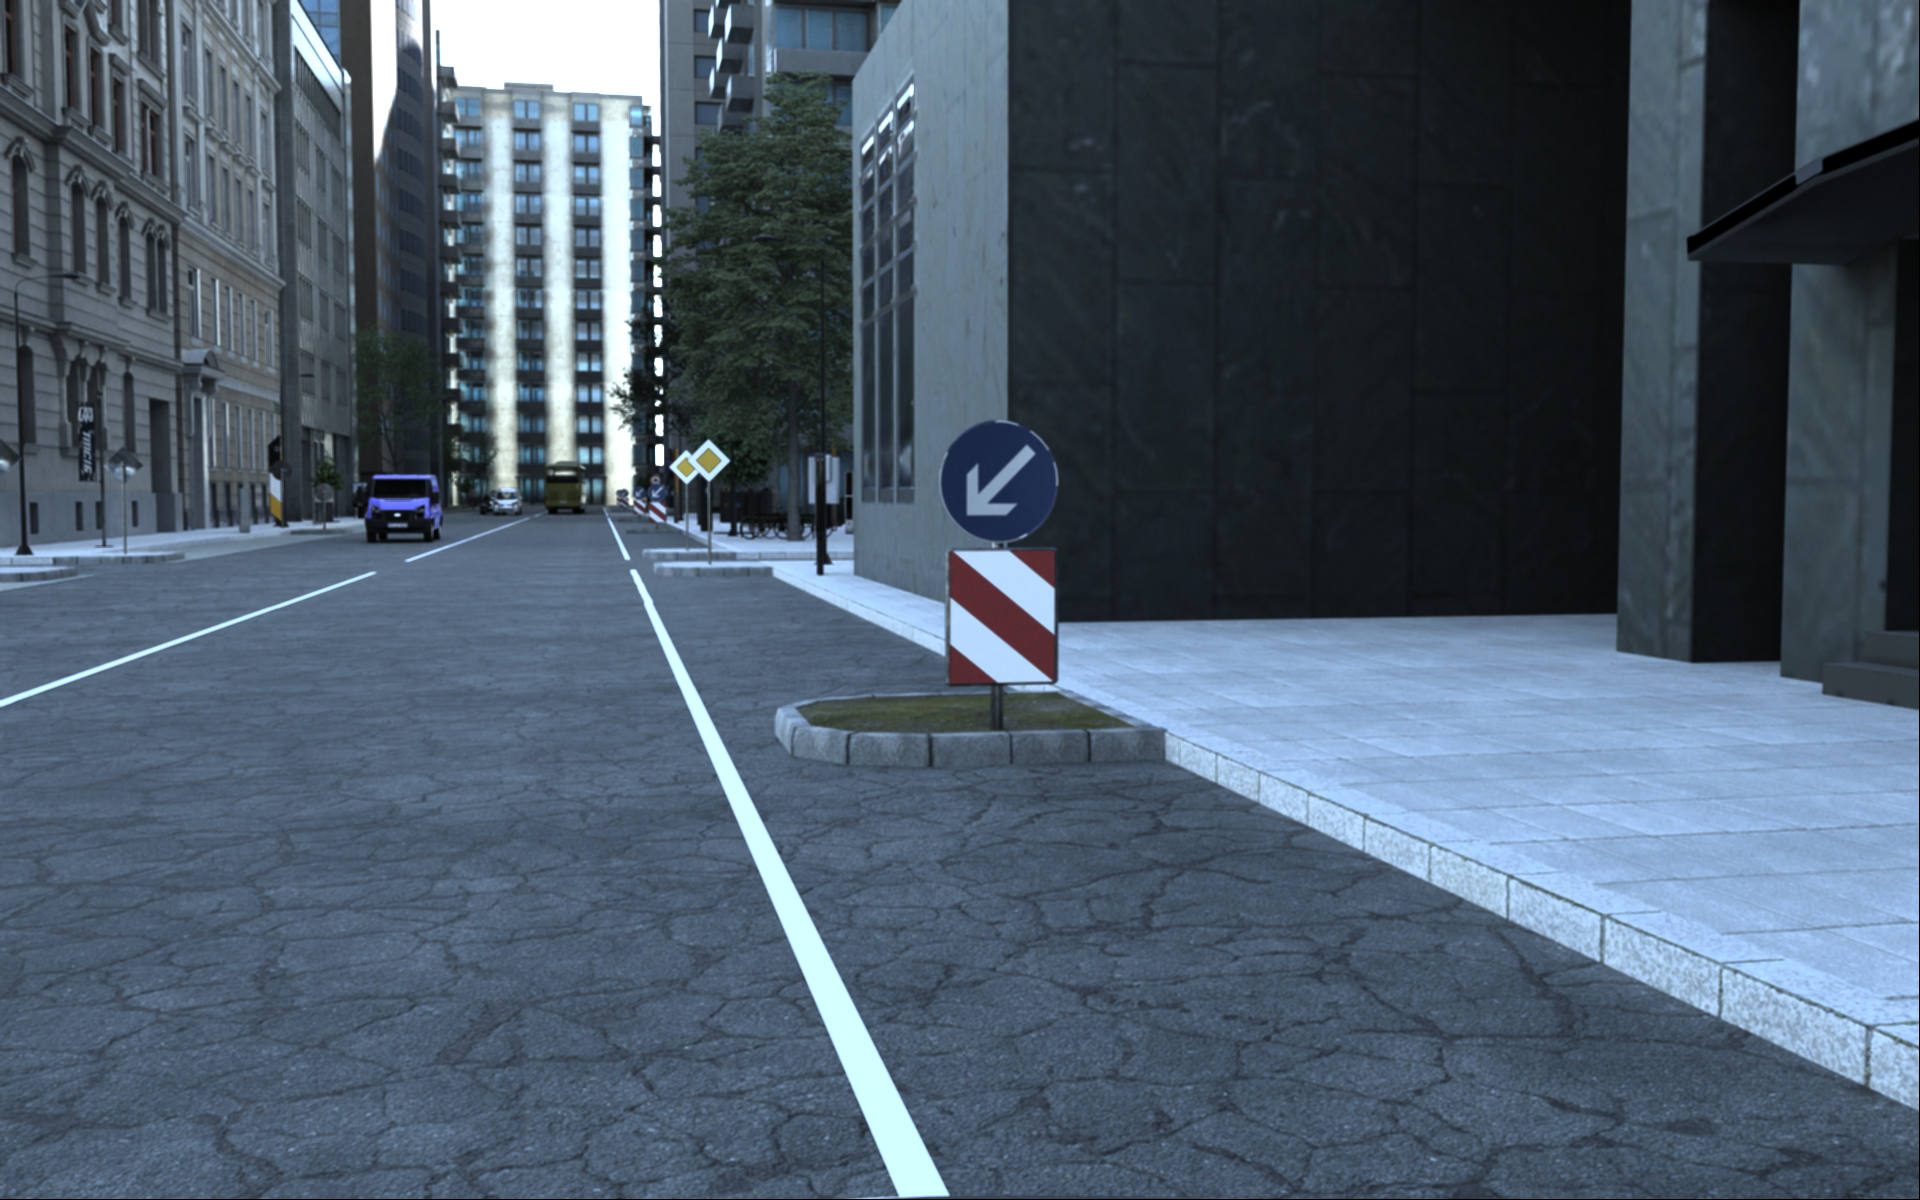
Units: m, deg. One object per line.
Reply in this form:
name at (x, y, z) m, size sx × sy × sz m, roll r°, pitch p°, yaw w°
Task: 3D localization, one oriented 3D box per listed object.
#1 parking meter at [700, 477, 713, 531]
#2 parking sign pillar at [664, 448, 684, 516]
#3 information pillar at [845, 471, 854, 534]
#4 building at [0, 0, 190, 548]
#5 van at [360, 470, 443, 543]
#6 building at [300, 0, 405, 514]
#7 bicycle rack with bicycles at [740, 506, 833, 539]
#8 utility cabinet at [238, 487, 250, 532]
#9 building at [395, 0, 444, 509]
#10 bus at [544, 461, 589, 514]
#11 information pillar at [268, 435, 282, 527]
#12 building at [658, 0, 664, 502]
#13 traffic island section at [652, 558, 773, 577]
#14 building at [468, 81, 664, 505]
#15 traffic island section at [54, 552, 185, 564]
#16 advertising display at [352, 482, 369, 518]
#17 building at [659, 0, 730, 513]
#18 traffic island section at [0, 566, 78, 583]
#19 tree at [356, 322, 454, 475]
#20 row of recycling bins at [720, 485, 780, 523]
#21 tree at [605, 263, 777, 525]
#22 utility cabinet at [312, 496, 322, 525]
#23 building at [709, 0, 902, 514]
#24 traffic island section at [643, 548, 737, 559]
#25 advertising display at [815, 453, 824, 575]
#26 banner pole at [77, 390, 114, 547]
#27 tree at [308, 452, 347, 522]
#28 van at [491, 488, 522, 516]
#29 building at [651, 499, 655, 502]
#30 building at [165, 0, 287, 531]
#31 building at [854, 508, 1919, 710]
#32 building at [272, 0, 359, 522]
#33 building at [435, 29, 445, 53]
parking meter at (-8.705, -3.292, 59.538) m, size 0.399 × 1.863 × 0.255 m, roll -2°, pitch 4°, yaw -32°
parking sign pillar at (-16.923, -6.903, 101.339) m, size 1.447 × 3.967 × 1.447 m, roll -1°, pitch 4°, yaw -22°
information pillar at (-3.496, -3.133, 55.713) m, size 0.304 × 2.012 × 0.304 m, roll 2°, pitch 4°, yaw 24°
building at (-30.330, -15.826, 46.147) m, size 14.401 × 28.519 × 23.554 m, roll -1°, pitch 4°, yaw -12°
van at (-17.001, -2.974, 53.015) m, size 2.240 × 2.365 × 5.245 m, roll -1°, pitch 4°, yaw -13°
building at (-45.112, -28.407, 114.566) m, size 14.600 × 45.320 × 14.200 m, roll -1°, pitch 4°, yaw -12°
bicycle rack with bicycles at (-5.139, -2.264, 50.407) m, size 2.925 × 0.926 × 2.852 m, roll -1°, pitch 4°, yaw -17°
utility cabinet at (-23.838, -2.996, 57.660) m, size 0.318 × 1.500 × 1.173 m, roll -2°, pitch 4°, yaw -25°
building at (-52.667, -36.226, 134.288) m, size 21.231 × 58.520 × 28.212 m, roll -1°, pitch 4°, yaw -12°
bus at (-29.247, -8.393, 128.774) m, size 2.896 × 3.916 × 12.252 m, roll -1°, pitch 4°, yaw -10°
information pillar at (-27.047, -4.714, 68.432) m, size 0.183 × 3.616 × 0.504 m, roll 3°, pitch 5°, yaw 40°
building at (-25.255, -47.059, 207.663) m, size 20.611 × 71.187 × 20.563 m, roll -1°, pitch 4°, yaw -12°
traffic island section at (-4.534, -0.565, 31.522) m, size 2.009 × 0.180 × 2.903 m, roll -1°, pitch 4°, yaw -12°
building at (-50.475, -35.755, 204.205) m, size 30.456 × 49.044 × 23.786 m, roll -1°, pitch 4°, yaw -12°
traffic island section at (-17.811, -0.895, 36.914) m, size 2.009 × 0.180 × 2.903 m, roll -1°, pitch 4°, yaw -12°
advertising display at (-31.496, -5.250, 91.053) m, size 0.974 × 1.923 × 0.123 m, roll 1°, pitch 4°, yaw 17°
building at (-11.872, -35.963, 130.001) m, size 21.231 × 58.520 × 28.212 m, roll -1°, pitch 4°, yaw -12°
traffic island section at (-16.174, -0.417, 29.098) m, size 2.009 × 0.180 × 2.903 m, roll -1°, pitch 4°, yaw -12°
tree at (-34.487, -10.995, 105.517) m, size 9.928 × 11.665 × 9.643 m, roll 0°, pitch 3°, yaw 0°
row of recycling bins at (-9.373, -4.288, 77.220) m, size 3.534 × 1.692 × 1.069 m, roll 3°, pitch 5°, yaw 40°
tree at (-10.966, -8.340, 70.777) m, size 7.601 × 10.594 × 8.767 m, roll -3°, pitch 4°, yaw -37°
utility cabinet at (-26.839, -3.739, 72.296) m, size 0.306 × 1.237 × 1.020 m, roll -2°, pitch 4°, yaw -26°
building at (-2.191, -29.146, 96.141) m, size 23.786 × 49.044 × 30.456 m, roll -1°, pitch 4°, yaw -12°
traffic island section at (-6.171, -1.043, 39.338) m, size 2.009 × 0.180 × 2.903 m, roll -1°, pitch 4°, yaw -12°
advertising display at (-2.244, -1.375, 27.702) m, size 0.123 × 1.923 × 0.974 m, roll 0°, pitch 4°, yaw -6°
banner pole at (-20.845, -3.159, 41.667) m, size 0.401 × 3.779 × 0.863 m, roll 2°, pitch 4°, yaw 26°
tree at (-28.875, -5.146, 78.744) m, size 1.663 × 3.219 × 1.824 m, roll 0°, pitch 3°, yaw 0°
van at (-30.441, -6.697, 116.501) m, size 2.013 × 2.044 × 4.112 m, roll -1°, pitch 4°, yaw -11°
building at (-15.430, -29.728, 177.933) m, size 32.217 × 40.220 × 23.993 m, roll -1°, pitch 4°, yaw -12°
building at (-34.964, -17.232, 67.650) m, size 13.634 × 28.700 × 20.117 m, roll -1°, pitch 4°, yaw -12°
building at (12.416, -42.768, 11.930) m, size 22.319 × 86.520 × 31.000 m, roll -1°, pitch 4°, yaw -12°
building at (-38.245, -16.484, 87.531) m, size 12.078 × 24.808 × 19.932 m, roll -1°, pitch 4°, yaw -12°
building at (-64.226, -33.487, 167.123) m, size 30.456 × 49.044 × 23.786 m, roll -1°, pitch 4°, yaw -12°
